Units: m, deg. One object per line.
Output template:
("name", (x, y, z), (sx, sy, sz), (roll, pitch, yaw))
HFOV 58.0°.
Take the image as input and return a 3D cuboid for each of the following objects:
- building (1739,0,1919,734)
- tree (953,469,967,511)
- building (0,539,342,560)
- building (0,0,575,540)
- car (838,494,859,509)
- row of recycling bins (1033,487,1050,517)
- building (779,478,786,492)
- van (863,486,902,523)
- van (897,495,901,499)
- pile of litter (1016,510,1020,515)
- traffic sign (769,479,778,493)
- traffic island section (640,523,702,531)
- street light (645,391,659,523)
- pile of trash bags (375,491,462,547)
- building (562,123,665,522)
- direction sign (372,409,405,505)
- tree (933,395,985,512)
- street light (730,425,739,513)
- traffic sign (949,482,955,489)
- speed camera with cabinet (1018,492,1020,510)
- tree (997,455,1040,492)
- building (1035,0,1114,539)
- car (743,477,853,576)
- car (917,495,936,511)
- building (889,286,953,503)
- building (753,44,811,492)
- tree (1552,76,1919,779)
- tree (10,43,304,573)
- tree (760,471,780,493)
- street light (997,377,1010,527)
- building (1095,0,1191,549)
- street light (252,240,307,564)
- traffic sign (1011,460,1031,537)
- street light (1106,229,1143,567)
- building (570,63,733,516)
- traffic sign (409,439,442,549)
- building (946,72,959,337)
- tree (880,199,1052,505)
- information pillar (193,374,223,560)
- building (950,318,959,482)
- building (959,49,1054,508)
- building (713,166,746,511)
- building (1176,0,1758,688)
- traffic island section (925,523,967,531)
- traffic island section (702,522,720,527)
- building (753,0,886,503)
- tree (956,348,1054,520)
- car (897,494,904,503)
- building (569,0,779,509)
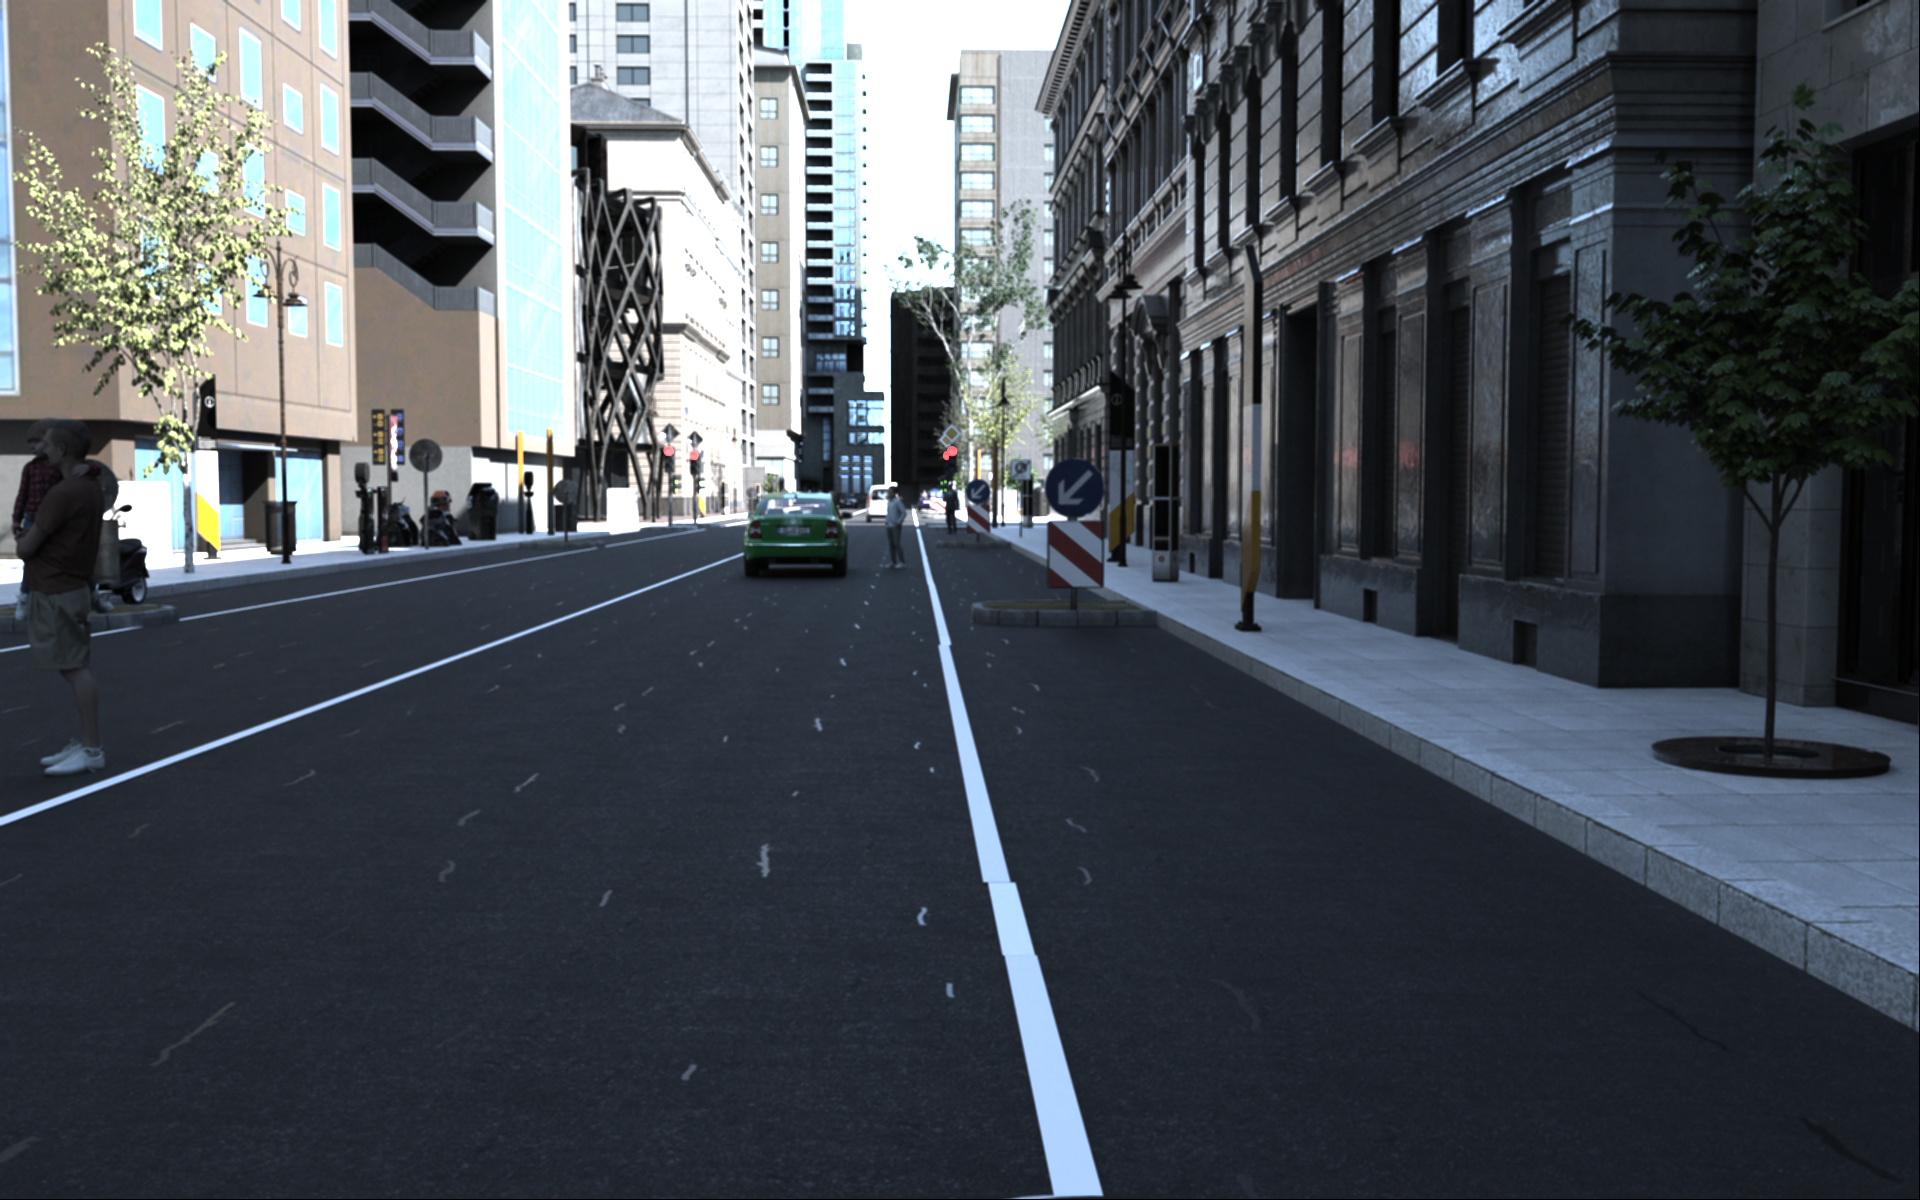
("building", (10.482, -9.028, 2.367), (10.420, 20.320, 16.860), (0, 4, -2))
("tree", (-0.225, -9.719, 153.501), (1.663, 3.219, 1.824), (0, 3, 0))
("building", (-23.082, -23.762, 38.616), (14.600, 45.320, 14.200), (0, 4, -2))
("building", (-21.534, -24.918, 57.517), (14.200, 45.320, 14.600), (0, 4, -2))
("car", (-10.811, -9.674, 167.961), (2.009, 1.686, 4.222), (0, 4, -3))
("row of recycling bins", (5.756, -5.445, 96.141), (3.534, 1.692, 1.069), (-1, 4, -15))
("building", (-35.207, -30.120, 184.345), (32.217, 40.220, 23.993), (0, 4, -2))
("van", (-3.943, -4.955, 88.023), (2.013, 2.044, 4.112), (0, 4, -3))
("van", (-5.581, -7.806, 134.646), (2.013, 2.044, 4.112), (0, 4, 0))
("pile of litter", (3.418, -5.640, 106.172), (1.719, 0.858, 1.176), (-2, 4, -32))
("traffic sign", (-15.392, -8.752, 143.199), (0.768, 2.556, 0.104), (0, 4, 6))
("traffic island section", (-11.541, -2.850, 68.883), (2.009, 0.180, 2.903), (0, 4, -2))
("street light", (-13.807, -6.427, 77.867), (0.468, 5.910, 1.993), (0, 4, -2))
("pile of trash bags", (-13.426, -2.063, 43.481), (1.912, 1.369, 3.447), (0, 4, -1))
("building", (-23.312, -13.316, 85.166), (16.820, 18.784, 16.811), (0, 4, -2))
("direction sign", (-15.289, -3.326, 46.374), (0.876, 3.537, 0.379), (0, 4, 5))
("tree", (0.153, -10.693, 125.191), (4.360, 8.622, 3.978), (0, 3, 0))
("street light", (-15.026, -8.735, 115.598), (0.468, 5.910, 1.993), (0, 4, -2))
("traffic sign", (-0.662, -8.498, 141.070), (0.606, 2.300, 0.079), (0, 4, 5))
("speed camera with cabinet", (4.527, -8.437, 132.284), (2.038, 3.252, 0.660), (2, 4, 29))
("tree", (4.789, -9.526, 139.458), (4.285, 4.588, 4.351), (0, 3, 0))
("building", (8.482, -11.860, 58.545), (10.561, 19.102, 19.286), (0, 4, -2))
("car", (-2.942, -1.393, 31.576), (1.959, 1.807, 4.718), (0, 4, -3))
("car", (-2.678, -8.122, 145.381), (1.945, 1.354, 3.894), (0, 4, -1))
("building", (-2.966, -28.884, 243.946), (14.107, 30.474, 14.160), (0, 4, -2))
("building", (-32.660, -38.047, 211.311), (27.495, 52.752, 28.713), (0, 4, -2))
("tree", (3.913, -0.824, 8.071), (1.663, 3.219, 1.824), (0, 3, 0))
("tree", (-12.777, -4.740, 27.868), (4.737, 8.622, 4.395), (0, 3, 0))
("tree", (-15.937, -9.193, 144.901), (1.663, 3.219, 1.824), (0, 3, 0))
("street light", (1.702, -5.843, 68.322), (0.468, 5.910, 1.993), (0, 4, -2))
("building", (9.193, -12.842, 38.847), (11.050, 23.489, 19.941), (0, 4, -2))
("street light", (-12.440, -3.609, 31.801), (0.468, 5.910, 1.993), (0, 4, -2))
("traffic sign", (1.810, -3.021, 51.531), (0.606, 2.300, 0.079), (0, 4, 1))
("street light", (2.881, -3.529, 30.490), (0.468, 5.910, 1.993), (0, 4, -2))
("building", (-22.053, -19.241, 111.858), (12.463, 27.353, 25.104), (0, 4, -2))
("traffic sign", (-12.376, -2.448, 40.135), (0.768, 2.556, 0.104), (0, 4, 0))
("building", (12.910, -38.159, 213.131), (28.713, 52.752, 27.495), (0, 4, -2))
("tree", (1.998, -15.573, 110.514), (12.611, 20.169, 13.585), (0, 3, 0))
("information pillar", (-14.599, -2.582, 33.567), (0.183, 3.616, 0.504), (2, 4, 25))
("building", (13.130, -20.815, 185.368), (27.650, 21.520, 28.899), (0, 4, -2))
("building", (6.827, -29.329, 163.123), (14.154, 41.232, 14.086), (0, 4, -2))
("building", (-24.105, -21.311, 134.334), (13.634, 28.700, 20.117), (0, 4, -2))
("building", (8.635, -10.439, 19.830), (9.793, 20.994, 18.267), (0, 4, -2))
("traffic island section", (-0.304, -2.870, 69.204), (2.009, 0.180, 2.903), (0, 4, -2))
("traffic island section", (-11.773, -3.338, 76.865), (2.009, 0.180, 2.903), (0, 4, -2))
("building", (-26.223, -57.081, 245.942), (31.000, 86.520, 22.319), (0, 4, -2))
("tree", (1.992, -8.311, 86.250), (4.737, 8.622, 4.395), (0, 3, 0))
("car", (-6.276, -9.384, 163.210), (2.009, 1.686, 4.222), (0, 3, 0))
("building", (-27.648, -44.218, 161.209), (20.563, 71.187, 20.611), (0, 4, -2))
